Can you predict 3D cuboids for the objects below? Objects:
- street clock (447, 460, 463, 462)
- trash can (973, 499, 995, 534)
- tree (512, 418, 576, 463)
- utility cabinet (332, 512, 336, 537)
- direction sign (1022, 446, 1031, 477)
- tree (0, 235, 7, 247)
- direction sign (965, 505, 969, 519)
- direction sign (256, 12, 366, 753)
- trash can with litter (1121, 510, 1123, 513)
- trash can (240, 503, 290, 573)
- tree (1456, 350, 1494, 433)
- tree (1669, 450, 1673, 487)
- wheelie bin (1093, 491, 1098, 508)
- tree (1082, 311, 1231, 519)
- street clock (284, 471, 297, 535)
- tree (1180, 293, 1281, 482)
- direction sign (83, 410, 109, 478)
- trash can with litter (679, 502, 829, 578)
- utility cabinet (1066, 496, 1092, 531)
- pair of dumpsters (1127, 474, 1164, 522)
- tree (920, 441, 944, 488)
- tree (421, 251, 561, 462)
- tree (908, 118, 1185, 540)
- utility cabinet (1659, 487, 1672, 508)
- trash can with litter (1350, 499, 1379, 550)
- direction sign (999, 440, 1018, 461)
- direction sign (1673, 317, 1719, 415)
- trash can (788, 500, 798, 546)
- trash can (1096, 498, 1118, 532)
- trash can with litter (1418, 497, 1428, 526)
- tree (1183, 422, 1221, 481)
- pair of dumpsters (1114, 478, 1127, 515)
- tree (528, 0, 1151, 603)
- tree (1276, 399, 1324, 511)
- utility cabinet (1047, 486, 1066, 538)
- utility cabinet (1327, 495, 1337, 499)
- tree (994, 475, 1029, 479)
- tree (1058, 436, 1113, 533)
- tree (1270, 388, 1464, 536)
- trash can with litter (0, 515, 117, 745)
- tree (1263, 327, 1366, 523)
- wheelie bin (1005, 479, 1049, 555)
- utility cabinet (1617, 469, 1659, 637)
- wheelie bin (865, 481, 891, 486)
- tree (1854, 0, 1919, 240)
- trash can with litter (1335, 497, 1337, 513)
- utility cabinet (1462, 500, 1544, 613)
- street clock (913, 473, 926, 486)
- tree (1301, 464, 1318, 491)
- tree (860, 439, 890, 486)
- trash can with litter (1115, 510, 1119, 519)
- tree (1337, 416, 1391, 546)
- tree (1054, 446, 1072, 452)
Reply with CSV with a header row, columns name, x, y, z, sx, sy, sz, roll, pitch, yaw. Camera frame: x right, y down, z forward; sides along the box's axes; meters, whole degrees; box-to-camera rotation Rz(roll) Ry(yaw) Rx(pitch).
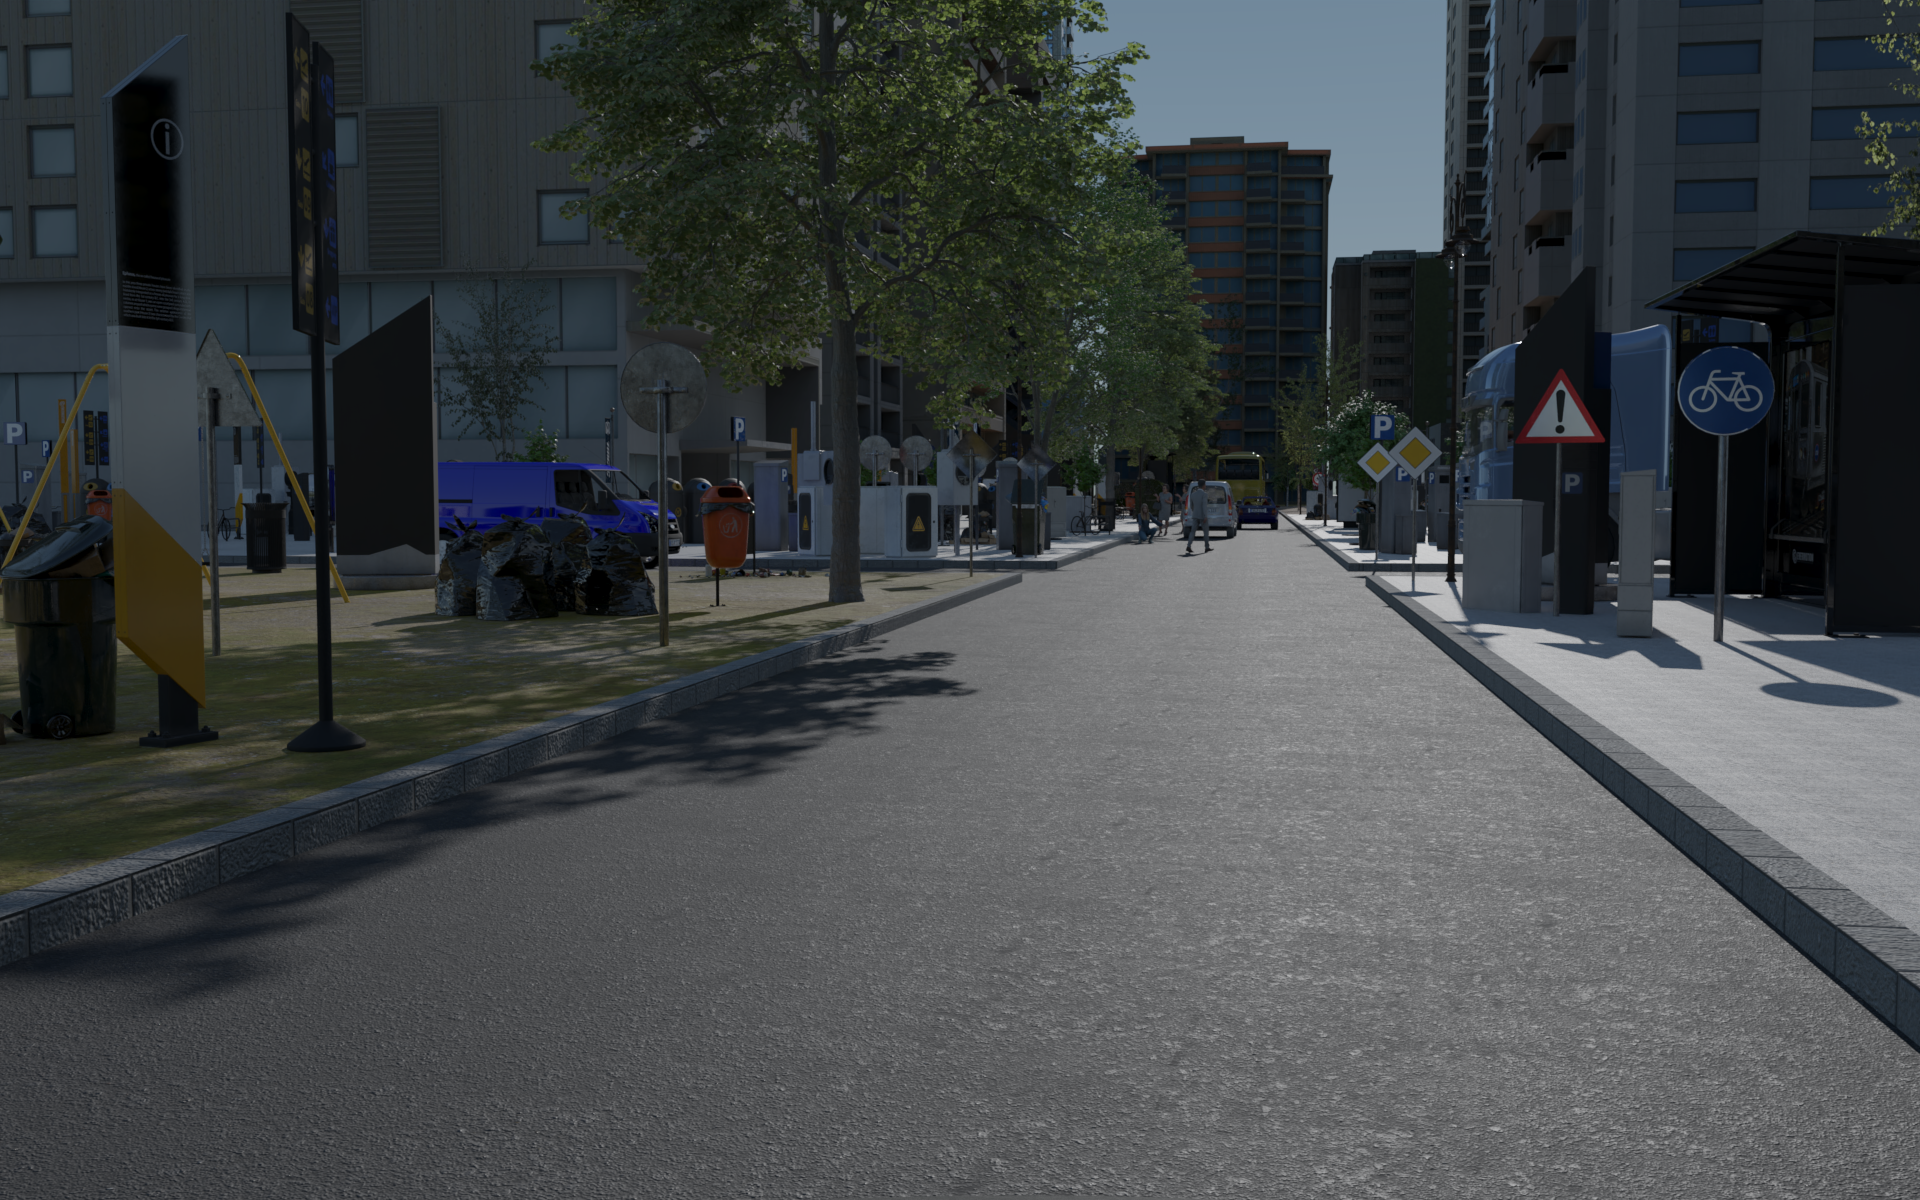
name,x,y,z,sx,sy,sz,roll,pitch,yaw
street clock,-10.689,-1.966,36.714,0.471,2.002,0.358,1,4,19
trash can,0.577,-2.162,46.994,0.748,1.137,0.748,0,3,0
tree,-10.544,-3.025,44.057,1.663,3.219,1.824,0,3,0
utility cabinet,-18.500,-2.642,51.882,0.318,1.500,1.173,2,4,24
direction sign,3.070,-5.438,80.906,0.876,3.537,0.379,0,4,3
tree,-5.061,-1.341,5.645,4.285,4.588,4.351,0,3,0
direction sign,0.441,-6.041,90.763,0.379,3.537,0.876,-1,4,-12
direction sign,-3.209,-1.020,8.669,0.379,3.537,0.876,0,4,-8
trash can with litter,10.001,-5.968,108.964,0.624,1.170,1.055,1,4,17
trash can,-11.305,-1.013,28.215,0.748,1.137,0.748,0,3,0
tree,26.615,-8.229,84.904,4.737,8.622,4.395,0,3,0
tree,27.800,-4.491,68.026,1.663,3.219,1.824,0,3,0
wheelie bin,7.286,-4.995,89.583,0.693,1.594,0.980,-1,4,-10
tree,9.295,-9.401,88.111,7.601,10.594,8.767,3,4,36
street clock,-21.104,-3.066,54.703,0.358,2.002,0.471,0,4,7
tree,23.321,-18.832,163.789,12.611,20.169,13.585,0,3,0
direction sign,-23.514,-3.377,47.212,0.379,3.537,0.876,1,4,15
trash can with litter,-3.099,-0.969,26.894,2.233,1.210,1.678,1,4,13
utility cabinet,4.094,-3.033,60.753,1.020,1.237,0.306,-1,4,-19
pair of dumpsters,8.836,-4.771,80.506,1.574,2.255,4.437,1,4,10
tree,-0.553,-4.115,61.879,1.663,3.219,1.824,0,3,0
tree,-13.772,-6.189,51.552,4.360,8.622,3.978,0,3,0
tree,2.296,-7.474,47.962,9.928,11.665,9.643,0,3,0
utility cabinet,22.686,-2.872,55.643,0.318,1.500,1.173,-1,4,-21
trash can with litter,9.541,-1.738,39.811,1.055,1.170,0.624,-2,4,-33
direction sign,2.051,-4.920,72.442,0.876,3.537,0.379,0,4,2
direction sign,9.506,-1.862,22.442,0.379,3.537,0.876,-1,4,-12
trash can,-3.767,-1.801,41.102,0.748,1.137,0.748,0,3,0
trash can,5.042,-2.927,59.502,0.748,1.137,0.748,0,3,0
trash can with litter,18.218,-3.487,68.398,0.624,1.170,1.055,-2,4,-28
tree,24.749,-13.752,175.204,4.360,8.622,3.978,0,3,0
pair of dumpsters,9.941,-6.241,104.534,1.574,2.255,4.437,1,4,10
tree,-1.773,-6.262,20.504,7.486,12.596,7.792,0,3,0
tree,26.395,-11.231,133.984,4.360,8.622,3.978,0,3,0
utility cabinet,2.588,-2.543,50.260,1.173,1.500,0.318,-3,5,-44
utility cabinet,21.286,-5.340,98.462,1.020,1.237,0.306,2,4,30
tree,2.574,-5.424,83.289,1.663,3.219,1.824,0,3,0
tree,4.011,-3.848,57.510,1.663,3.219,1.824,0,3,0
tree,12.519,-4.240,53.034,4.285,4.588,4.351,0,3,0
trash can with litter,-4.860,0.146,9.002,0.624,1.170,1.055,3,4,36
tree,16.119,-7.734,76.806,4.737,8.622,4.395,0,3,0
wheelie bin,1.433,-1.758,36.644,0.980,1.594,0.693,1,4,16
utility cabinet,6.205,-0.442,15.902,0.318,1.500,1.173,1,4,22
wheelie bin,-2.022,-2.180,43.545,0.980,1.594,0.693,-1,4,-19
tree,13.306,-4.383,22.028,4.360,8.622,3.978,0,3,0
trash can with litter,18.385,-4.344,82.413,1.055,1.170,0.624,2,4,33
utility cabinet,5.977,-0.485,19.099,0.306,1.237,1.020,-1,4,-21
street clock,-1.399,-3.411,60.334,0.358,2.002,0.471,-3,4,-37
tree,22.553,-7.036,109.641,1.663,3.219,1.824,0,3,0
tree,-3.560,-4.085,61.394,1.663,3.219,1.824,0,3,0
trash can with litter,7.124,-4.409,83.482,0.624,1.170,1.055,1,4,23
tree,10.246,-2.986,43.429,1.663,3.219,1.824,0,3,0
tree,6.581,-7.431,105.215,4.285,4.588,4.351,0,3,0
